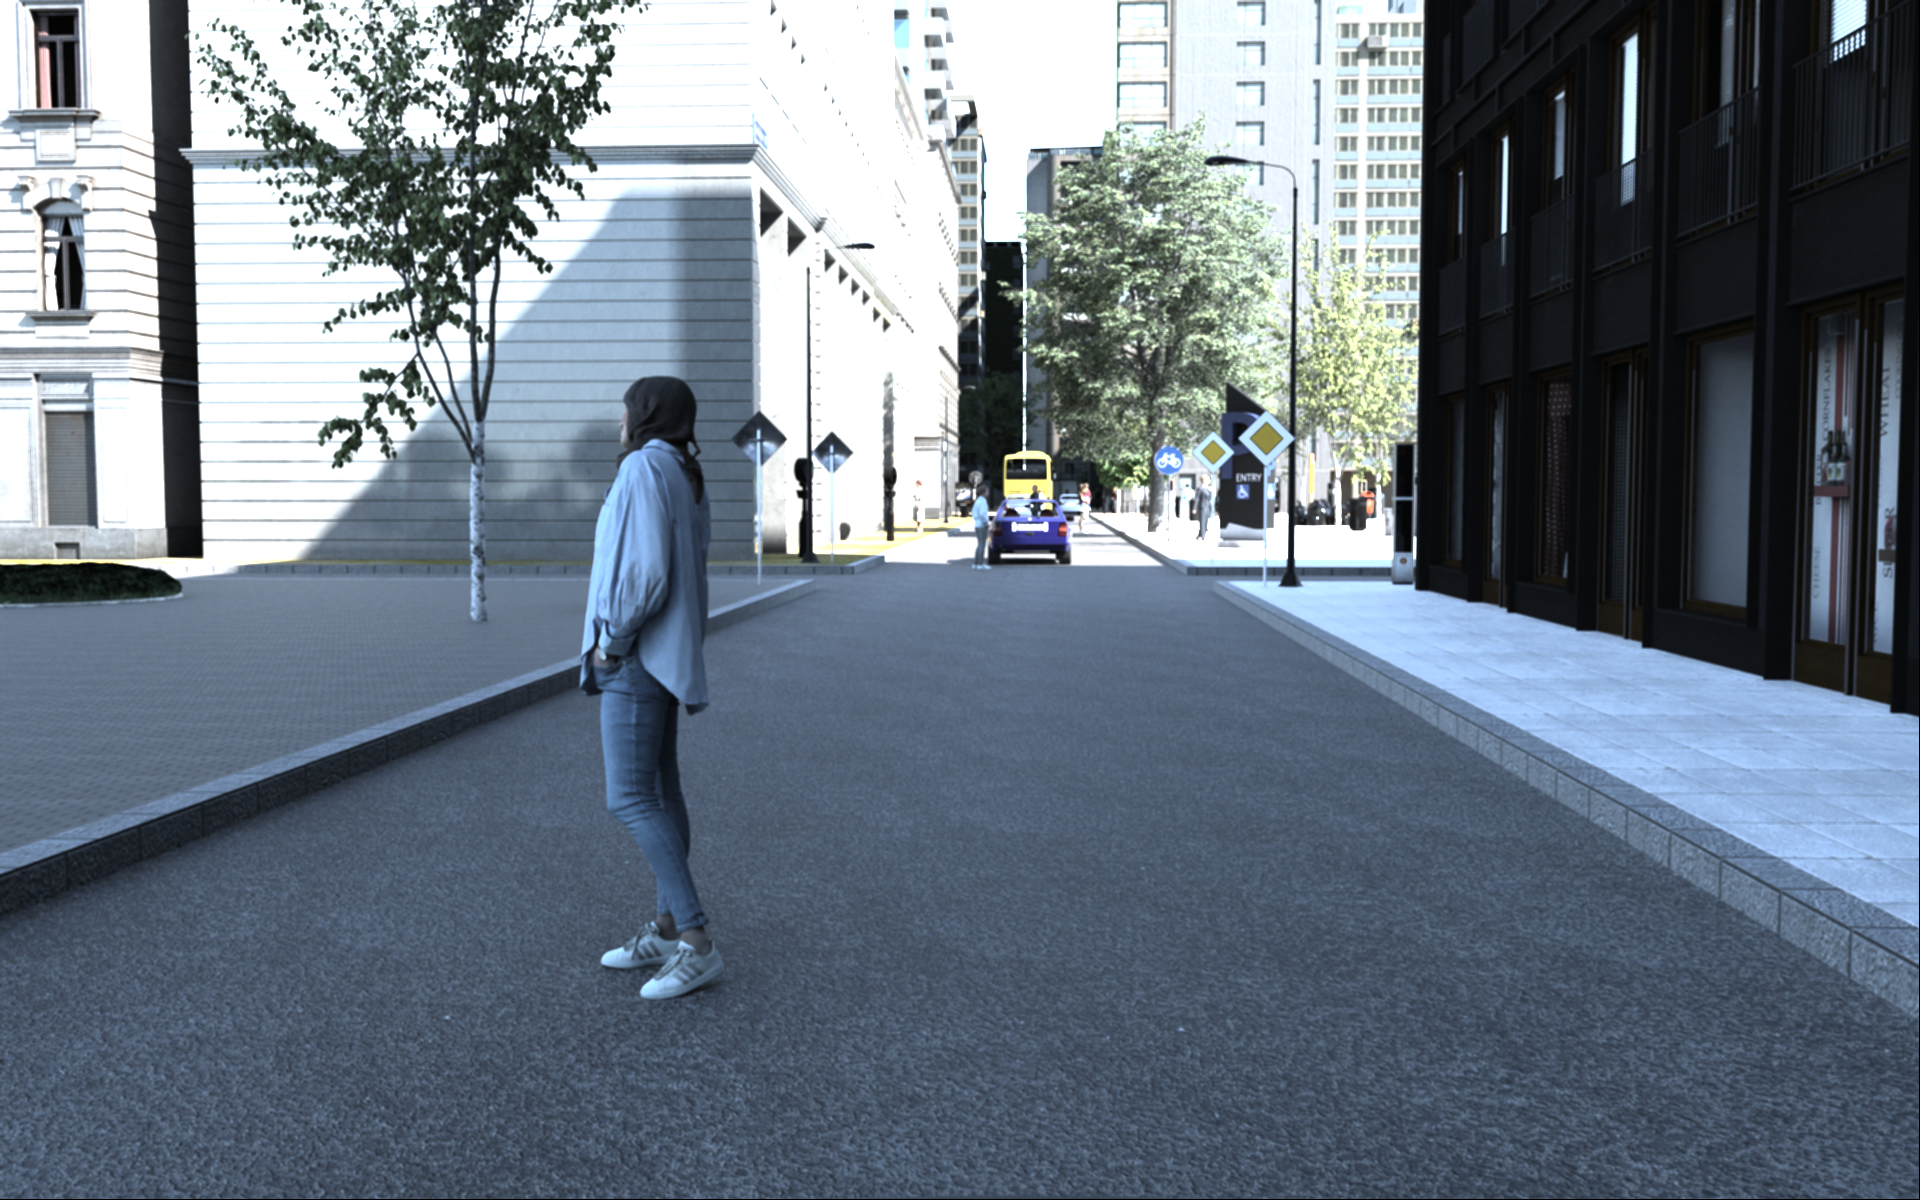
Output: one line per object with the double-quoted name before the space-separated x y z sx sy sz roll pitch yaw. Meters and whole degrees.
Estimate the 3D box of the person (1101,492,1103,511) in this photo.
"person" 10.891 -7.427 130.703 0.599 1.433 0.991 0 4 8

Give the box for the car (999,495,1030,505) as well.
"car" 2.707 -3.949 76.564 2.014 1.417 4.499 0 4 3

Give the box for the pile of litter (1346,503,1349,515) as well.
"pile of litter" 22.306 -5.190 98.817 1.719 0.858 1.176 2 4 27

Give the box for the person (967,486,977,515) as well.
"person" 0.812 -6.001 104.425 0.850 1.792 0.678 -2 4 -26

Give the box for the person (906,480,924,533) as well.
"person" -1.446 -3.073 56.860 0.524 1.755 0.480 -2 4 -26

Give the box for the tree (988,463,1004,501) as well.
"tree" 4.636 -12.283 184.538 4.285 4.588 4.351 0 3 0

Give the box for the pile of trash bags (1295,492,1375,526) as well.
"pile of trash bags" 15.118 -3.674 69.815 3.447 1.369 1.912 -1 4 -16

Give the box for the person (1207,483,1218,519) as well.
"person" 12.832 -5.025 88.225 0.620 1.820 0.660 0 4 -5

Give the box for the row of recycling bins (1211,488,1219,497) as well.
"row of recycling bins" 16.551 -6.051 106.052 3.534 1.692 1.069 0 4 6

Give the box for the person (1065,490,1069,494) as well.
"person" 9.317 -8.751 151.593 0.705 1.822 1.348 0 4 -1

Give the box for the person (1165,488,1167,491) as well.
"person" 10.555 -5.051 88.439 0.655 1.846 0.447 -2 4 -33

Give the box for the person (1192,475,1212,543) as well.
"person" 6.338 -2.378 45.352 0.534 1.772 0.576 2 4 25

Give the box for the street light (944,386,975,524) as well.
"street light" -0.044 -6.257 74.851 1.470 5.913 1.316 0 4 3

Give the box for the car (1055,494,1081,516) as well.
"car" 7.283 -6.325 115.422 2.014 1.417 4.499 0 4 2

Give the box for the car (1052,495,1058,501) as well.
"car" 8.388 -9.121 161.709 1.945 1.354 3.894 0 4 2

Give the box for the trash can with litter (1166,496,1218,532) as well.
"trash can with litter" 7.726 -2.954 59.354 2.233 1.210 1.678 0 4 7

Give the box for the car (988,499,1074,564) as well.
"car" 1.457 -1.471 36.639 1.945 1.354 3.894 0 4 2

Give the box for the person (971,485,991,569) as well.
"person" 0.422 -1.391 33.050 0.330 1.601 0.589 -1 4 -10

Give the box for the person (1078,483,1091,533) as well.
"person" 4.553 -3.381 63.748 0.580 1.828 0.573 3 5 44

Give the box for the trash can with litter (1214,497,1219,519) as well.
"trash can with litter" 13.441 -4.769 89.365 0.624 1.170 1.055 2 4 25

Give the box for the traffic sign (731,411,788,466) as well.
"traffic sign" -2.833 -1.355 24.351 0.795 2.593 0.064 0 4 3

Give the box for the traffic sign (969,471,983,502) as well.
"traffic sign" 0.852 -5.781 94.617 0.768 2.556 0.104 0 4 8

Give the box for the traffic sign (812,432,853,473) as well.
"traffic sign" -2.404 -1.843 32.324 0.795 2.593 0.064 0 4 3

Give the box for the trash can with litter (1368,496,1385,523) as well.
"trash can with litter" 19.143 -4.057 77.388 2.233 1.210 1.678 -1 4 -13

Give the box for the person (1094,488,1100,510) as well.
"person" 11.188 -8.263 141.663 0.721 1.766 1.217 2 4 25

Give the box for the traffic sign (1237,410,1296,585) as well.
"traffic sign" 4.250 -1.331 23.950 0.795 2.593 0.064 0 4 3

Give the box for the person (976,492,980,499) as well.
"person" 1.657 -8.596 146.600 0.705 1.822 1.348 2 4 31

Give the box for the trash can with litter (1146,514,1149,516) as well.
"trash can with litter" 11.631 -5.470 100.492 2.233 1.210 1.678 -2 4 -29

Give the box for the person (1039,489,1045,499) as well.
"person" 4.294 -5.063 92.288 0.512 1.701 0.522 -2 4 -25

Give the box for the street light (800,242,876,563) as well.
"street light" -2.259 -3.645 32.140 1.470 5.913 1.316 0 4 3

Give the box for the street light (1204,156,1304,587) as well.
"street light" 4.054 -3.142 23.917 1.470 5.913 1.316 0 4 3

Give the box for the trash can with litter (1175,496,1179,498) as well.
"trash can with litter" 13.455 -5.695 104.497 1.055 1.170 0.624 1 4 13

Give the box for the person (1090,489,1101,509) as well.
"person" 11.406 -8.619 147.681 1.217 1.735 0.721 0 4 6

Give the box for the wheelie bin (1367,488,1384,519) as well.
"wheelie bin" 21.231 -4.934 88.580 0.980 1.594 0.693 -1 4 -11

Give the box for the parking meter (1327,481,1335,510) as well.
"parking meter" 16.978 -4.485 79.044 0.399 1.863 0.255 -3 5 -42

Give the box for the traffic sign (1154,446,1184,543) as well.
"traffic sign" 5.518 -2.793 45.771 0.768 2.556 0.104 1 4 9

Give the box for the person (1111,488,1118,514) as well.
"person" 9.926 -6.357 110.806 0.721 1.723 1.217 2 4 24

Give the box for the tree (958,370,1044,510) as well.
"tree" 2.794 -13.322 143.565 9.928 11.665 9.643 0 3 0

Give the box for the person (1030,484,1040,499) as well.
"person" 2.714 -3.209 61.388 0.534 1.772 0.576 0 4 -2

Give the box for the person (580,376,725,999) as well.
"person" -0.900 0.219 5.183 0.793 1.790 0.793 -2 4 -31

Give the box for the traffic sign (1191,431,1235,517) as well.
"traffic sign" 4.679 -1.819 31.924 0.795 2.593 0.064 0 4 3

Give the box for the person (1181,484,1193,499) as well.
"person" 11.687 -5.071 88.979 0.660 1.820 0.620 -1 4 -20
